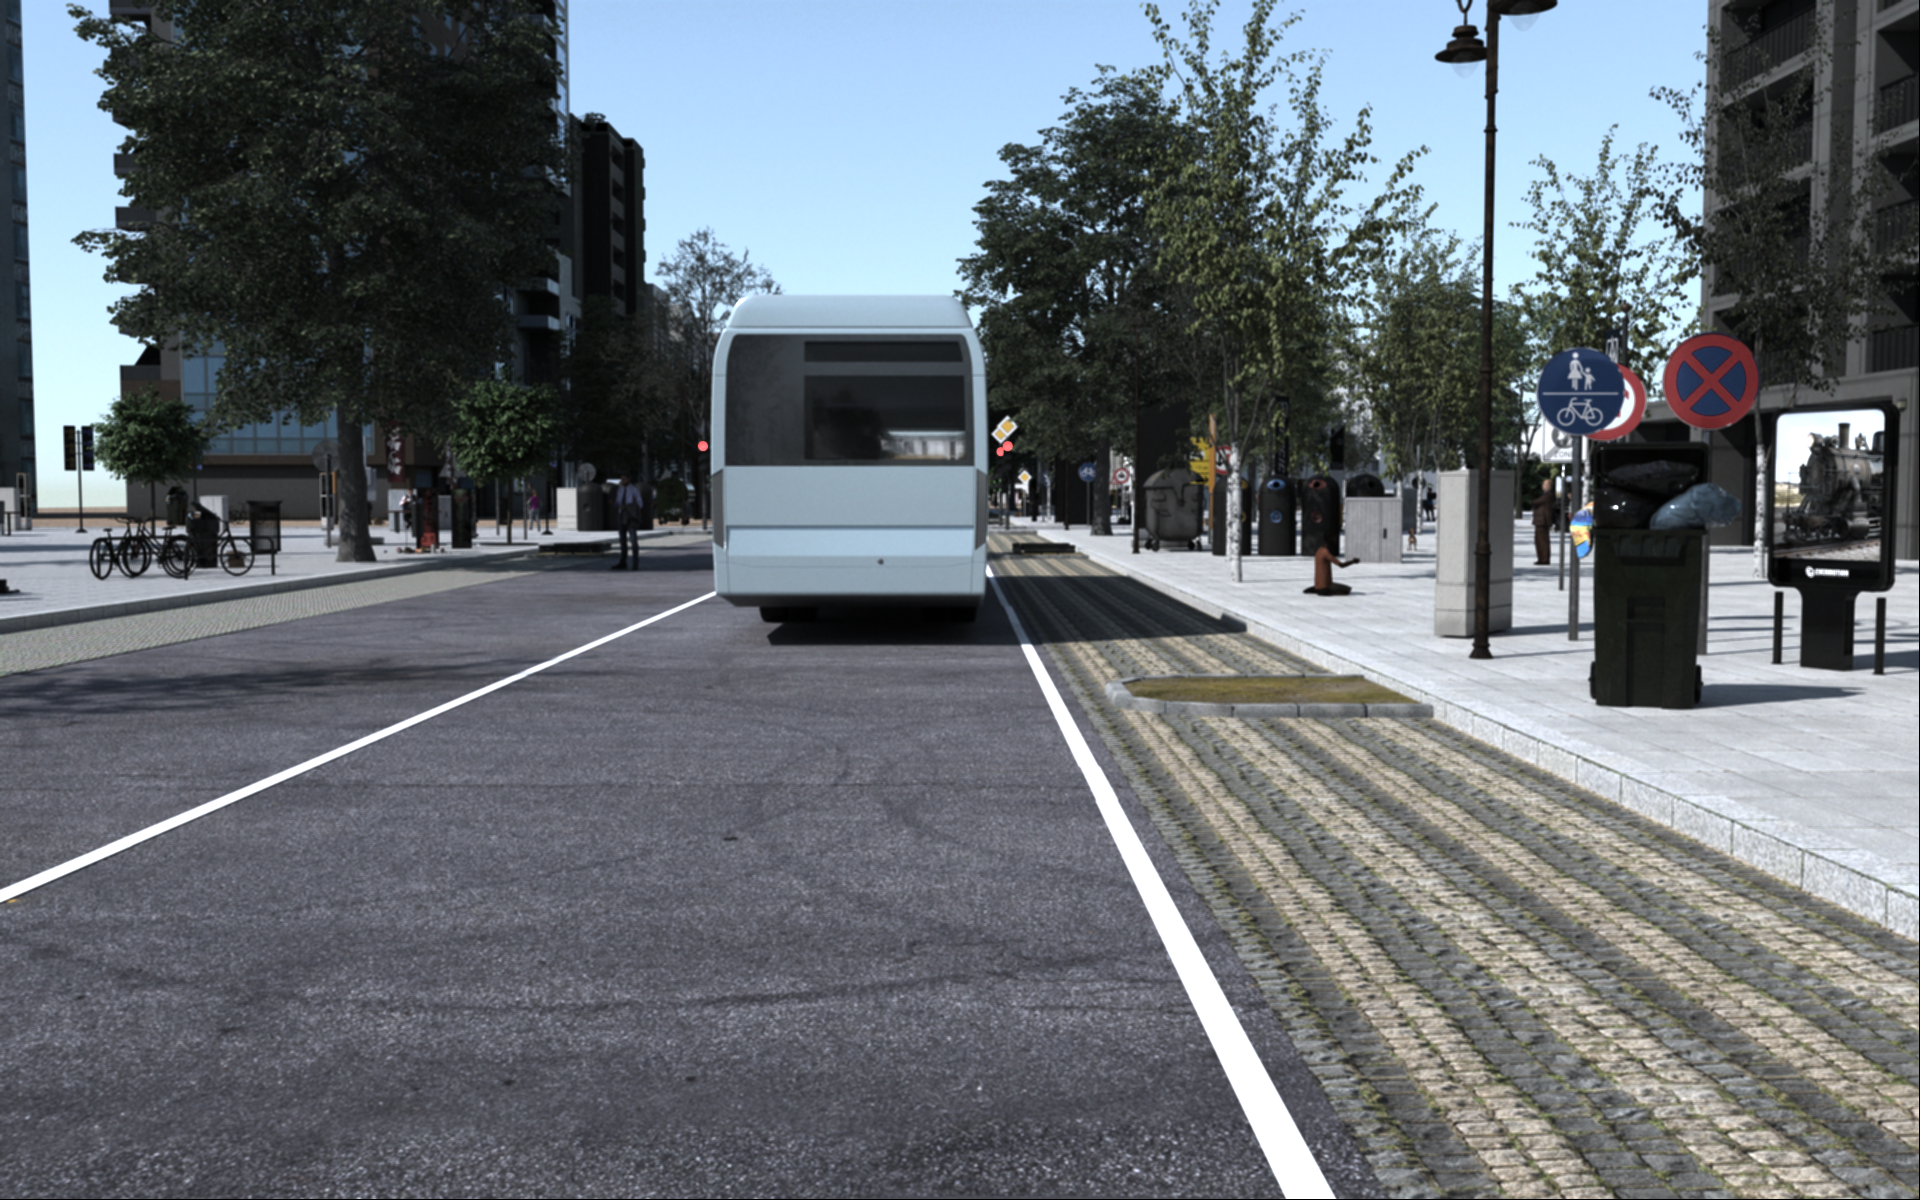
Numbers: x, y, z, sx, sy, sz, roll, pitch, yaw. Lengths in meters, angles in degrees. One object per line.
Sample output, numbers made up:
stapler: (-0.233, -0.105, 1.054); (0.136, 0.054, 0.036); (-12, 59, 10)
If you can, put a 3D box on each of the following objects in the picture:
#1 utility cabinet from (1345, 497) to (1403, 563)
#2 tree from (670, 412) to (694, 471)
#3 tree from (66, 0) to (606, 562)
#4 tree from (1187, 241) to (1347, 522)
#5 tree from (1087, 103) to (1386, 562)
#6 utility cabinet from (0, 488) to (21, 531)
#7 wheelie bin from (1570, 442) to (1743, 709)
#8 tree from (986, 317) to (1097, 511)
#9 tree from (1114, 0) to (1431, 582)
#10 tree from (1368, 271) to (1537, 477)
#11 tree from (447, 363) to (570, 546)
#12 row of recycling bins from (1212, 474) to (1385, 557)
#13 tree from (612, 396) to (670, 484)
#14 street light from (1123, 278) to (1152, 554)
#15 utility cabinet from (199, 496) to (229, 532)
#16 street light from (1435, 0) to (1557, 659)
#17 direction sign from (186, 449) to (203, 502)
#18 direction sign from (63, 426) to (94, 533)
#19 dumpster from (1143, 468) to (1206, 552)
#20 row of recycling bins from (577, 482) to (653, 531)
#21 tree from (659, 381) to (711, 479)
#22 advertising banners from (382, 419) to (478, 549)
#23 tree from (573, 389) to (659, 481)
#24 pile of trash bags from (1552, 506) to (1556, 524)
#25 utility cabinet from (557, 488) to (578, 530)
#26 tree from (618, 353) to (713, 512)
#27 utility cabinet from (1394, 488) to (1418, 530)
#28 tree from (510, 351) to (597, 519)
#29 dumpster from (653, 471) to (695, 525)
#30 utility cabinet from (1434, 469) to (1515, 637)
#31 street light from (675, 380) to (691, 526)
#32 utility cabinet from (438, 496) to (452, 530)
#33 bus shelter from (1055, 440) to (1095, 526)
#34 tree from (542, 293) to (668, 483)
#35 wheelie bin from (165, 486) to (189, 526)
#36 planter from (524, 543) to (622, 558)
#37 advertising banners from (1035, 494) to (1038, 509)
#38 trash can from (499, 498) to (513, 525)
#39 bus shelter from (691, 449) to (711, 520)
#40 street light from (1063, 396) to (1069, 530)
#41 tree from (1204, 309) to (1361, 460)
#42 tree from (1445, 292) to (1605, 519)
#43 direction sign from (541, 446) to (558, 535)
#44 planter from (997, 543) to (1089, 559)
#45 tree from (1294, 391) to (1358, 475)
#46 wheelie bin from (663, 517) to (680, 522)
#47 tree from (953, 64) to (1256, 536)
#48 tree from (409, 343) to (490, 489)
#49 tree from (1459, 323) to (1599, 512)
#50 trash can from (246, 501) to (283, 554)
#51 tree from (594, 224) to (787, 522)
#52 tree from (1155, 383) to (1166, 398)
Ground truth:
utility cabinet: (7.696, -1.288, 32.222); (1.020, 1.237, 0.306); (1, 4, 9)
tree: (-21.388, -11.080, 131.526); (4.360, 8.622, 3.978); (0, 3, 0)
tree: (-11.463, -7.691, 32.396); (9.857, 13.997, 8.962); (0, 3, 0)
tree: (13.664, -9.798, 78.323); (7.486, 12.596, 7.792); (0, 3, 0)
tree: (4.951, -5.038, 32.736); (4.360, 8.622, 3.978); (0, 3, 0)
utility cabinet: (-33.229, -3.147, 60.133); (1.173, 1.500, 0.318); (1, 4, 10)
wheelie bin: (4.215, -0.161, 10.537); (0.980, 1.594, 0.693); (1, 4, 22)
tree: (4.614, -11.907, 111.693); (9.611, 12.733, 9.660); (0, 3, 0)
tree: (4.185, -4.553, 24.799); (4.737, 8.622, 4.395); (0, 3, 0)
tree: (27.790, -11.704, 98.018); (9.857, 13.997, 8.962); (0, 3, 0)
tree: (-11.380, -3.653, 43.444); (4.285, 4.588, 4.351); (0, 3, 0)
row of recycling bins: (6.983, -1.758, 35.863); (3.534, 1.692, 1.069); (1, 4, 16)
tree: (-21.468, -9.915, 112.466); (4.360, 8.622, 3.978); (0, 3, 0)
street light: (3.804, -3.941, 37.225); (0.468, 5.910, 1.993); (0, 4, 0)
utility cabinet: (-25.488, -2.937, 59.185); (1.020, 1.237, 0.306); (1, 4, 22)
street light: (4.071, -2.481, 13.355); (0.468, 5.910, 1.993); (0, 4, 0)
direction sign: (-27.274, -4.265, 61.733); (0.876, 3.537, 0.379); (2, 4, 28)
direction sign: (-29.235, -4.008, 57.528); (0.876, 3.537, 0.379); (-2, 4, -31)
dumpster: (4.852, -2.042, 39.140); (1.264, 1.857, 1.865); (0, 4, 0)
row of recycling bins: (-12.032, -3.286, 60.843); (1.069, 1.692, 3.534); (2, 4, 29)
tree: (-16.688, -9.886, 111.996); (4.737, 8.622, 4.395); (0, 3, 0)
advertising banners: (-12.406, -2.706, 40.433); (2.074, 3.025, 0.090); (-1, 4, -19)
tree: (-21.804, -9.590, 107.166); (4.737, 8.622, 4.395); (0, 3, 0)
pile of trash bags: (25.906, -3.851, 72.712); (1.912, 1.369, 3.447); (-3, 5, -44)
utility cabinet: (-13.968, -3.267, 62.087); (1.173, 1.500, 0.318); (3, 5, 41)
tree: (-21.119, -12.127, 124.033); (9.928, 11.665, 9.643); (0, 3, 0)
utility cabinet: (15.704, -3.200, 61.006); (0.318, 1.500, 1.173); (3, 5, 43)
tree: (-20.992, -8.422, 88.066); (4.360, 8.622, 3.978); (0, 3, 0)
dumpster: (-12.007, -4.298, 72.771); (1.502, 2.255, 1.985); (0, 4, 0)
utility cabinet: (4.705, -0.438, 15.844); (0.318, 1.500, 1.173); (3, 4, 37)
street light: (-11.155, -5.941, 69.916); (0.468, 5.910, 1.993); (0, 4, 0)
utility cabinet: (-18.374, -3.059, 61.174); (1.020, 1.237, 0.306); (-2, 4, -32)
bus shelter: (4.691, -5.017, 73.303); (1.731, 3.624, 6.357); (0, 4, 0)
tree: (-20.081, -11.038, 98.601); (7.486, 12.596, 7.792); (0, 3, 0)
wheelie bin: (-31.773, -3.820, 70.363); (0.693, 1.594, 0.980); (1, 4, 13)
planter: (-8.664, -1.107, 39.244); (1.991, 0.319, 1.994); (0, 4, 0)
advertising banners: (6.946, -8.738, 139.058); (2.074, 3.025, 0.090); (-1, 4, -14)
trash can: (-18.865, -3.675, 71.744); (0.748, 1.137, 0.748); (0, 3, 0)
bus shelter: (-12.596, -6.015, 89.624); (1.731, 3.624, 6.357); (0, 4, -1)
street light: (3.804, -5.422, 61.433); (0.468, 5.910, 1.993); (0, 4, 0)
tree: (16.230, -9.920, 87.944); (9.928, 11.665, 9.643); (0, 3, 0)
tree: (28.737, -9.936, 88.203); (9.928, 11.665, 9.643); (0, 3, 0)
direction sign: (-13.049, -3.833, 54.659); (0.876, 3.537, 0.379); (2, 4, 26)
planter: (1.846, -1.102, 39.151); (1.991, 0.319, 1.994); (0, 4, 0)
tree: (28.862, -12.613, 140.629); (7.601, 10.594, 8.767); (1, 4, 19)
wheelie bin: (-13.241, -4.398, 79.820); (0.980, 1.594, 0.693); (-3, 5, -42)
tree: (4.434, -8.974, 53.373); (9.857, 13.997, 8.962); (0, 3, 0)
tree: (-22.805, -7.792, 77.764); (4.737, 8.622, 4.395); (0, 3, 0)
tree: (45.999, -14.178, 133.624); (13.155, 14.587, 18.604); (3, 5, 40)
trash can: (-14.820, -1.546, 36.938); (0.748, 1.137, 0.748); (0, 3, 0)
tree: (-11.506, -10.361, 79.779); (12.009, 13.543, 11.850); (0, 3, 0)
tree: (18.031, -13.295, 135.498); (7.486, 12.596, 7.792); (0, 3, 0)
